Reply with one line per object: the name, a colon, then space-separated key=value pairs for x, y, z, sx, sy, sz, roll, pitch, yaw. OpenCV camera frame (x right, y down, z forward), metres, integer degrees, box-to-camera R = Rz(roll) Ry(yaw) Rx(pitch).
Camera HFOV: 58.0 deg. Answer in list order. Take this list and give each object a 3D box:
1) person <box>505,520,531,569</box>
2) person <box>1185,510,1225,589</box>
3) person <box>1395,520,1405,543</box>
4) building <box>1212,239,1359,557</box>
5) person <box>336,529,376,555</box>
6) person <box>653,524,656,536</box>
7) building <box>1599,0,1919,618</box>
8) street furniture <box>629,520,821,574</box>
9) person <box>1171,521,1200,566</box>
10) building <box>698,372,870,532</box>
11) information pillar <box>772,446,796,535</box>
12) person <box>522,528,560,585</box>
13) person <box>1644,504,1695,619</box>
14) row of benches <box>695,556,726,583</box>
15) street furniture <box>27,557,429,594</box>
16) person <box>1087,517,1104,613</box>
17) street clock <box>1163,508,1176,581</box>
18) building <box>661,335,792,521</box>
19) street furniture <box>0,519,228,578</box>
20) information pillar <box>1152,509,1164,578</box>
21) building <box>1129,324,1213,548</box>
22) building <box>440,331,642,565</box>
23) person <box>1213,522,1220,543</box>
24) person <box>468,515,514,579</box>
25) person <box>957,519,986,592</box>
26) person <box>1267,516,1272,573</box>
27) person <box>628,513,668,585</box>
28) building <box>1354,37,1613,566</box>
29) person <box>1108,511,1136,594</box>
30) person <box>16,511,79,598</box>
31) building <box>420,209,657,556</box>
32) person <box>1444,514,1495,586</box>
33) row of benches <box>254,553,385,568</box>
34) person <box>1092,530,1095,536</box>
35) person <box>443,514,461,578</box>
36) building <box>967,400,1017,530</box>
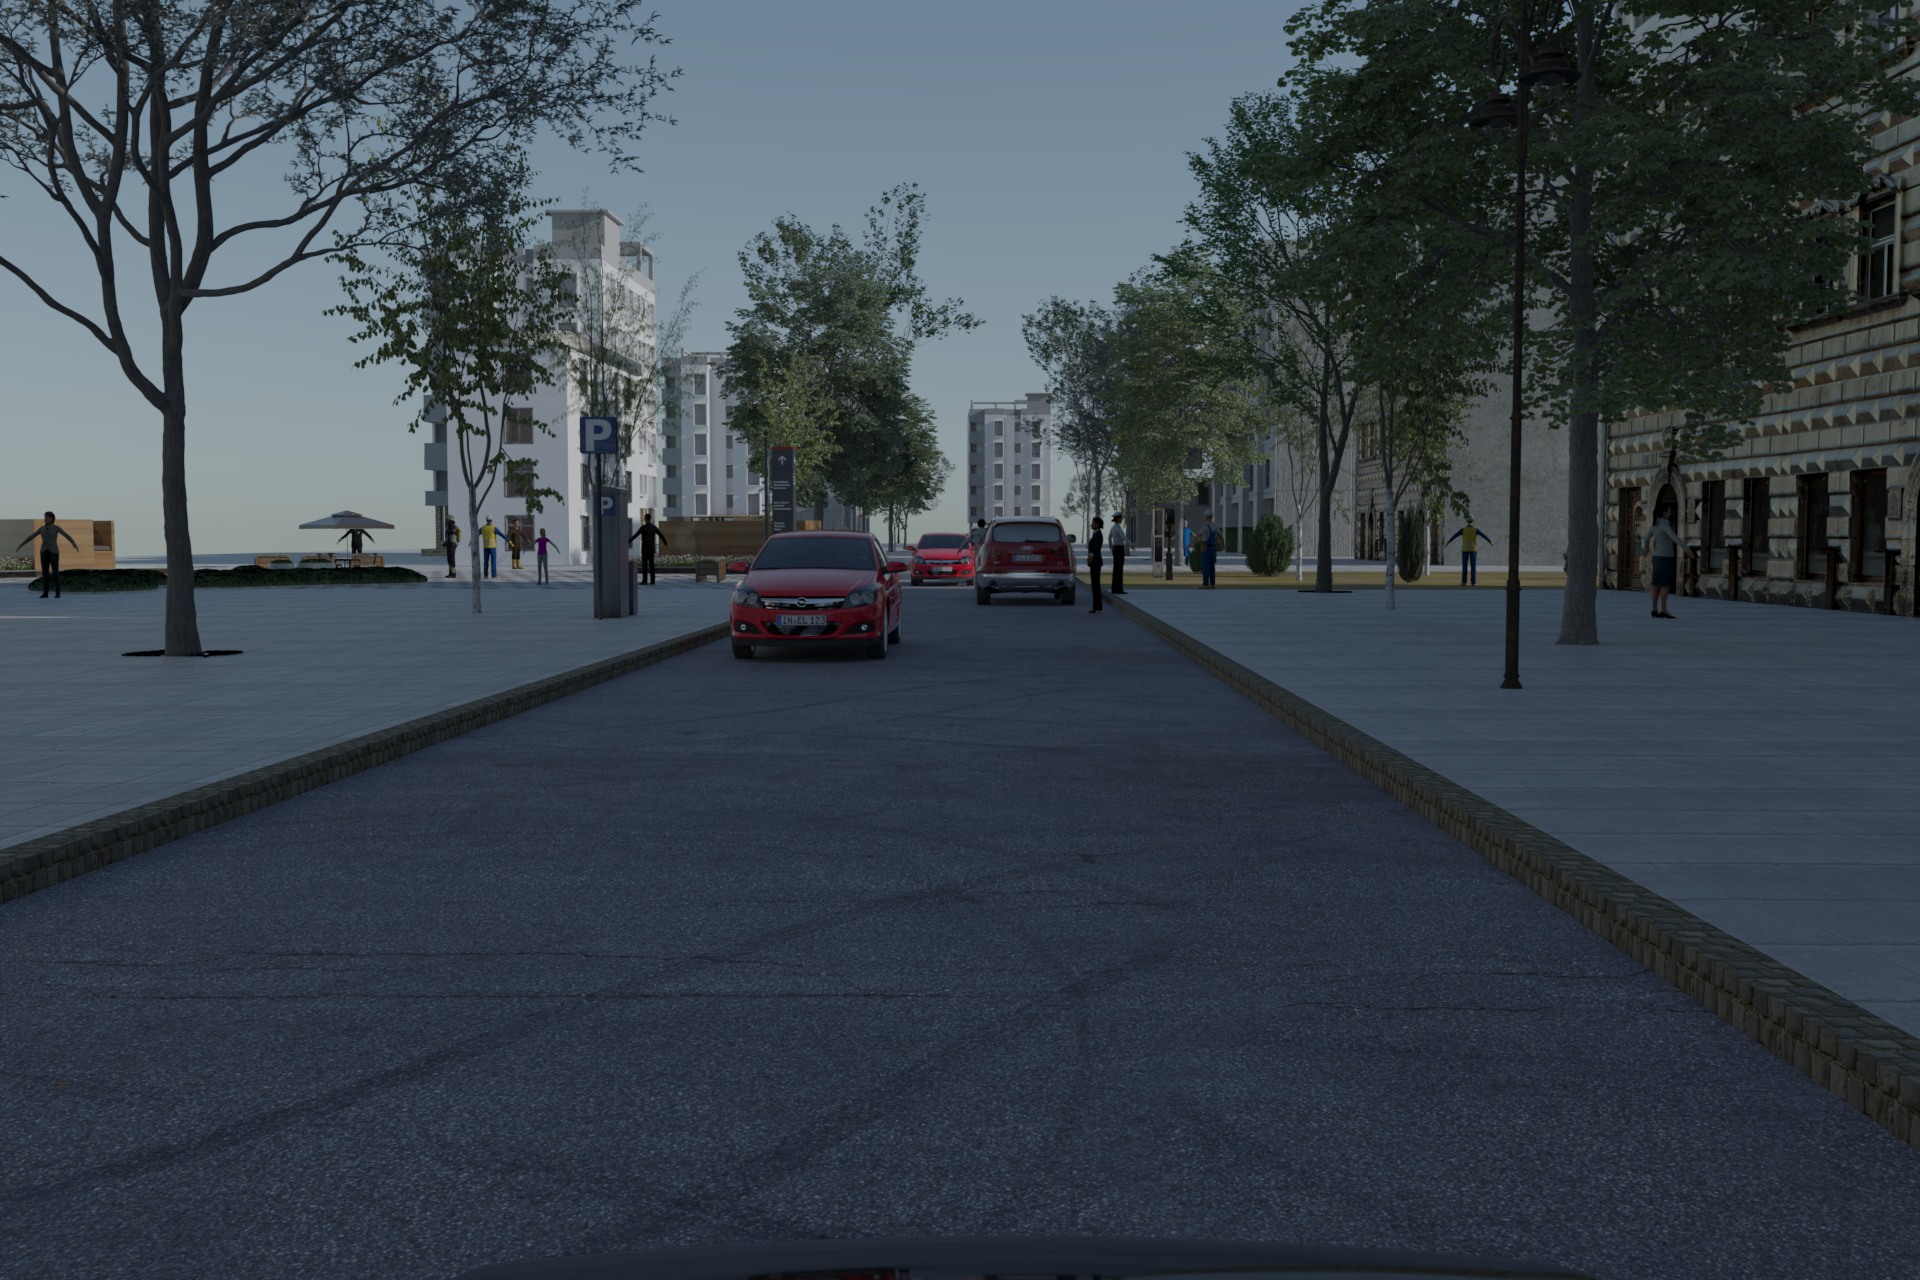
person: x=-16.200 y=-3.497 z=63.310 sx=0.704 sy=1.812 sz=1.346 roll=2 pitch=4 yaw=25
person: x=5.787 y=-2.116 z=40.458 sx=1.347 sy=1.847 sz=0.705 roll=-3 pitch=5 yaw=-41
person: x=16.440 y=-3.523 z=63.742 sx=1.345 sy=1.843 sz=0.704 roll=-3 pitch=4 yaw=-39
building: x=26.599 y=-15.046 z=112.454 sx=16.747 sy=18.905 sz=31.486 roll=0 pitch=4 yaw=2
person: x=-21.314 y=-3.379 z=61.179 sx=1.347 sy=1.837 sz=0.705 roll=0 pitch=4 yaw=-5
person: x=-13.779 y=-4.297 z=77.065 sx=0.721 sy=1.733 sz=1.217 roll=-2 pitch=4 yaw=-25
building: x=23.923 y=-12.193 z=30.293 sx=19.493 sy=23.208 sz=18.063 roll=0 pitch=4 yaw=1
street furniture: x=-8.729 y=-3.165 z=58.609 sx=9.812 sy=1.723 sz=11.010 roll=1 pitch=4 yaw=11
person: x=9.000 y=-3.863 z=69.289 sx=1.347 sy=1.817 sz=0.704 roll=-1 pitch=4 yaw=-9
building: x=-20.049 y=-20.682 z=204.613 sx=16.747 sy=18.905 sz=31.486 roll=0 pitch=4 yaw=1
information pillar: x=-5.219 y=-3.796 z=51.438 sx=0.750 sy=3.857 sz=0.750 roll=0 pitch=4 yaw=2
person: x=-10.572 y=-2.110 z=43.773 sx=0.991 sy=1.433 sz=0.599 roll=0 pitch=4 yaw=7
person: x=10.777 y=-1.197 z=26.400 sx=0.721 sy=1.735 sz=1.217 roll=-1 pitch=4 yaw=-11
row of benches: x=-6.858 y=-1.971 z=47.696 sx=1.422 sy=0.672 sz=4.104 roll=0 pitch=4 yaw=-5
street furniture: x=-18.047 y=-1.636 z=42.372 sx=5.734 sy=0.657 sz=10.072 roll=3 pitch=4 yaw=37
person: x=2.392 y=-1.361 z=31.426 sx=0.721 sy=1.740 sz=1.216 roll=0 pitch=4 yaw=7
street clock: x=5.785 y=-2.646 z=47.831 sx=0.358 sy=2.002 sz=0.471 roll=0 pitch=4 yaw=2
building: x=-22.301 y=-18.908 z=165.560 sx=16.016 sy=20.090 sz=11.380 roll=0 pitch=4 yaw=2
street furniture: x=-30.134 y=-2.901 z=54.288 sx=9.812 sy=1.723 sz=11.010 roll=2 pitch=4 yaw=30
information pillar: x=5.821 y=-2.838 z=50.901 sx=0.304 sy=2.012 sz=0.304 roll=0 pitch=4 yaw=1
building: x=30.695 y=-20.183 z=173.967 sx=27.936 sy=21.610 sz=32.646 roll=0 pitch=4 yaw=2
building: x=-20.258 y=-8.783 z=85.748 sx=9.099 sy=9.664 sz=28.070 roll=0 pitch=4 yaw=2
person: x=10.677 y=-4.116 z=73.563 sx=0.705 sy=1.796 sz=1.348 roll=-2 pitch=4 yaw=-28
person: x=-13.558 y=-2.692 z=49.979 sx=1.349 sy=1.833 sz=0.705 roll=0 pitch=4 yaw=5
person: x=0.543 y=-2.075 z=42.566 sx=1.347 sy=1.806 sz=0.705 roll=1 pitch=4 yaw=18
person: x=10.118 y=-3.105 z=56.527 sx=0.705 sy=1.858 sz=1.354 roll=-1 pitch=4 yaw=-10
person: x=-7.904 y=-2.297 z=43.787 sx=1.346 sy=1.802 sz=0.704 roll=-3 pitch=5 yaw=-44
building: x=29.011 y=-15.114 z=78.047 sx=19.493 sy=23.208 sz=18.063 roll=0 pitch=4 yaw=2
person: x=3.455 y=-1.873 z=37.084 sx=0.721 sy=1.778 sz=1.216 roll=-1 pitch=4 yaw=-19
person: x=-18.268 y=-1.709 z=34.699 sx=1.215 sy=1.744 sz=0.721 roll=0 pitch=4 yaw=-3
building: x=-25.397 y=-15.049 z=102.469 sx=16.016 sy=20.090 sz=11.380 roll=0 pitch=4 yaw=1
person: x=12.736 y=-2.253 z=43.299 sx=1.216 sy=1.772 sz=0.721 roll=1 pitch=4 yaw=17
row of benches: x=-20.831 y=-2.487 z=56.132 sx=4.104 sy=0.672 sz=1.422 roll=-2 pitch=4 yaw=-26
person: x=6.166 y=-4.480 z=79.440 sx=0.705 sy=1.806 sz=1.347 roll=0 pitch=4 yaw=-3
person: x=-14.965 y=-2.755 z=50.826 sx=0.705 sy=1.856 sz=1.354 roll=-2 pitch=4 yaw=-25
building: x=1.348 y=-23.056 z=235.842 sx=11.380 sy=20.090 sz=16.016 roll=0 pitch=4 yaw=-1
